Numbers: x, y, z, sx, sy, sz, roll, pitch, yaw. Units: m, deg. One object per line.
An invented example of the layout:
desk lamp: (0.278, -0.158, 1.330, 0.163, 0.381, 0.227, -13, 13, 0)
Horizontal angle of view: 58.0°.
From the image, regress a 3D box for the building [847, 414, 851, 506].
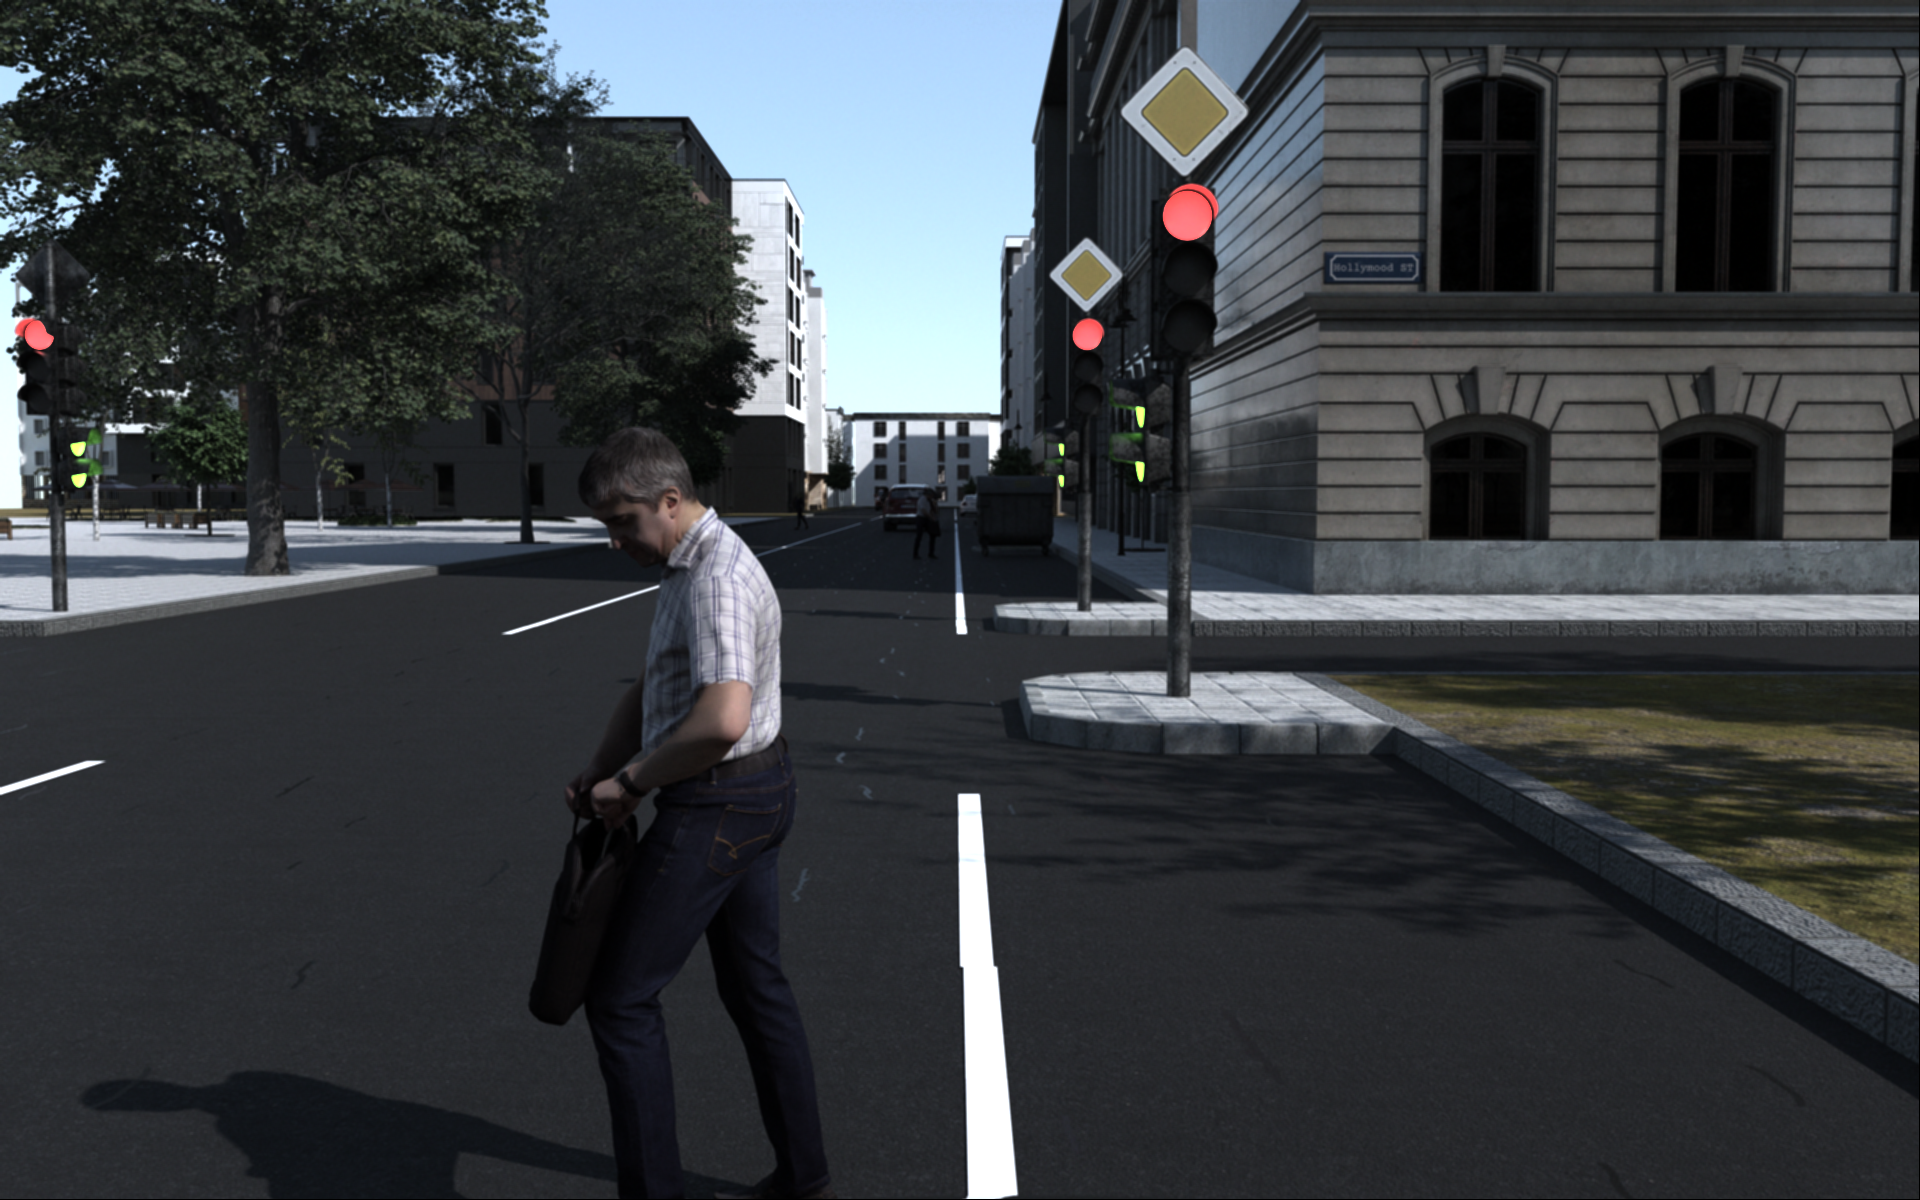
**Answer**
building: (-25.273, -14.740, 183.142, 28.070, 9.664, 9.099, 0, 4, 0)

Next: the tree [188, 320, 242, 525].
tree: (-32.066, -7.478, 72.626, 4.360, 8.622, 3.978, 0, 3, 0)

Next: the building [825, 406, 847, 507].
building: (-25.440, -13.700, 166.141, 28.070, 9.664, 9.099, 0, 4, 0)

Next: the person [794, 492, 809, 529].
person: (-6.436, -3.617, 70.179, 0.480, 1.512, 0.613, 3, 5, 44)

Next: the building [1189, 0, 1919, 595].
building: (21.398, -12.682, 26.432, 34.723, 24.649, 14.460, 0, 4, 0)

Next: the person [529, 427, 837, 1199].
person: (-0.505, 0.457, 3.233, 0.590, 1.554, 0.614, -1, 4, -14)

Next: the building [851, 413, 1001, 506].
building: (3.024, -14.736, 183.081, 28.070, 9.664, 9.099, 0, 4, 0)

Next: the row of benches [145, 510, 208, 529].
row of benches: (-29.242, -3.015, 64.758, 4.104, 0.672, 1.422, 3, 5, 41)

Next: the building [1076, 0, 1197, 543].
building: (10.924, -12.833, 51.626, 13.314, 21.916, 24.055, 0, 4, 0)

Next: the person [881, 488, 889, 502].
person: (-4.909, -6.578, 115.678, 0.705, 1.869, 1.348, -2, 4, -31)

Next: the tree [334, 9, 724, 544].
tree: (-11.396, -8.208, 44.568, 12.009, 13.543, 11.850, 0, 3, 0)

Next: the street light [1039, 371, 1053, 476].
street light: (3.222, -5.646, 65.101, 0.468, 5.910, 1.993, 0, 4, 0)

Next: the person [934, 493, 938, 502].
person: (-1.787, -6.769, 119.627, 0.683, 1.767, 0.568, 1, 4, 13)

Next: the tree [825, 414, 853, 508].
tree: (-11.418, -12.630, 156.866, 4.360, 8.622, 3.978, 0, 3, 0)

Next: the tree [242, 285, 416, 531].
tree: (-22.251, -6.683, 59.632, 4.737, 8.622, 4.395, 0, 3, 0)

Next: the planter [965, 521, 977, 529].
planter: (1.215, -3.108, 71.962, 1.991, 0.319, 1.994, 0, 4, 0)

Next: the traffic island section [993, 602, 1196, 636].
traffic island section: (1.383, 0.202, 18.977, 2.009, 0.180, 2.903, 0, 4, 0)

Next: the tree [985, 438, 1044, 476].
tree: (3.176, -7.202, 101.467, 4.285, 4.588, 4.351, 0, 3, 0)

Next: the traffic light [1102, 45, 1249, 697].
traffic light: (1.368, -1.323, 10.879, 0.839, 4.213, 0.868, 0, 4, 0)

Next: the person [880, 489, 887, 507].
person: (-4.262, -5.577, 100.408, 0.721, 1.735, 1.217, -3, 5, -44)

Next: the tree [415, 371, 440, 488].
tree: (-21.454, -7.007, 64.926, 4.737, 8.622, 4.395, 0, 3, 0)

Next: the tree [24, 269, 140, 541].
tree: (-23.824, -5.947, 47.599, 4.360, 8.622, 3.978, 0, 3, 0)

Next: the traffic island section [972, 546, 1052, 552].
traffic island section: (1.293, -1.285, 43.880, 1.991, 0.108, 1.994, 0, 4, 0)

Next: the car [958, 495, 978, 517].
car: (0.937, -6.072, 111.645, 2.083, 1.381, 4.827, 0, 4, -1)

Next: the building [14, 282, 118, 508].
building: (-78.019, -18.640, 161.179, 11.380, 20.091, 16.016, 0, 4, 0)

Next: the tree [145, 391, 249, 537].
tree: (-23.011, -4.232, 52.912, 4.285, 4.588, 4.351, 0, 3, 0)

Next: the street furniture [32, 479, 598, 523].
street furniture: (-29.323, -4.880, 84.817, 27.439, 1.986, 14.083, 0, 4, 8)

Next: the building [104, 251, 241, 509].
building: (-55.768, -19.090, 156.092, 32.646, 21.610, 27.936, 0, 4, 0)

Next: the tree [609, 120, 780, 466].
tree: (-10.919, -9.349, 59.517, 9.857, 13.997, 8.962, 0, 3, 0)

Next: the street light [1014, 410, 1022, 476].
street light: (3.137, -7.393, 93.665, 0.468, 5.910, 1.993, 0, 4, 0)

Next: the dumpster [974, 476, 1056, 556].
dumpster: (1.277, -1.976, 40.521, 1.865, 1.857, 1.264, 0, 4, -1)

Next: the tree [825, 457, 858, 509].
tree: (-10.653, -10.292, 151.993, 4.285, 4.588, 4.351, 0, 3, 0)

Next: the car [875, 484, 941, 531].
car: (-1.900, -3.659, 68.498, 2.281, 1.827, 5.304, 0, 4, 2)

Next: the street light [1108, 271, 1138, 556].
street light: (3.370, -3.865, 35.983, 0.468, 5.910, 1.993, 0, 4, 0)

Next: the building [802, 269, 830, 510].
building: (-18.949, -17.576, 143.779, 16.016, 20.091, 11.380, 0, 4, 0)

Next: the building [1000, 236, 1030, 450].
building: (17.472, -18.937, 153.591, 27.936, 21.610, 32.646, 0, 4, 0)

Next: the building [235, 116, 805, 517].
building: (-25.259, -16.294, 110.382, 27.936, 21.610, 32.646, 0, 4, 0)

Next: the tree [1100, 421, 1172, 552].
tree: (4.153, -2.700, 38.748, 1.663, 3.219, 1.824, 0, 3, 0)

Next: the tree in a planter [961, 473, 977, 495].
tree in a planter: (0.978, -9.200, 147.645, 1.991, 3.239, 1.994, 0, 4, 0)

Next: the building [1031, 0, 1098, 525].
building: (11.032, -15.905, 79.110, 14.314, 24.678, 30.058, 0, 4, 0)

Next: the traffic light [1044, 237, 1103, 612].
traffic light: (1.343, -1.812, 18.864, 0.839, 4.213, 0.868, 0, 4, 0)

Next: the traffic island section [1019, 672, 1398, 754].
traffic island section: (1.409, 0.690, 10.992, 2.009, 0.180, 2.903, 0, 4, 0)

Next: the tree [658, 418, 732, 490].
tree: (-10.787, -5.257, 69.664, 4.285, 4.588, 4.351, 0, 3, 0)

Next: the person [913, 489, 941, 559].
person: (-0.732, -1.695, 38.422, 0.590, 1.554, 0.614, 1, 4, 20)

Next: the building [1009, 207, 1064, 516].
building: (11.463, -16.115, 119.893, 16.016, 20.091, 11.380, 0, 4, 0)

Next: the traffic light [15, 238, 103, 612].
traffic light: (-9.818, -1.808, 18.813, 0.839, 4.213, 0.868, 0, 4, 0)

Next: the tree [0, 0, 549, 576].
tree: (-10.839, -7.359, 26.970, 9.857, 13.997, 8.962, 0, 3, 0)
